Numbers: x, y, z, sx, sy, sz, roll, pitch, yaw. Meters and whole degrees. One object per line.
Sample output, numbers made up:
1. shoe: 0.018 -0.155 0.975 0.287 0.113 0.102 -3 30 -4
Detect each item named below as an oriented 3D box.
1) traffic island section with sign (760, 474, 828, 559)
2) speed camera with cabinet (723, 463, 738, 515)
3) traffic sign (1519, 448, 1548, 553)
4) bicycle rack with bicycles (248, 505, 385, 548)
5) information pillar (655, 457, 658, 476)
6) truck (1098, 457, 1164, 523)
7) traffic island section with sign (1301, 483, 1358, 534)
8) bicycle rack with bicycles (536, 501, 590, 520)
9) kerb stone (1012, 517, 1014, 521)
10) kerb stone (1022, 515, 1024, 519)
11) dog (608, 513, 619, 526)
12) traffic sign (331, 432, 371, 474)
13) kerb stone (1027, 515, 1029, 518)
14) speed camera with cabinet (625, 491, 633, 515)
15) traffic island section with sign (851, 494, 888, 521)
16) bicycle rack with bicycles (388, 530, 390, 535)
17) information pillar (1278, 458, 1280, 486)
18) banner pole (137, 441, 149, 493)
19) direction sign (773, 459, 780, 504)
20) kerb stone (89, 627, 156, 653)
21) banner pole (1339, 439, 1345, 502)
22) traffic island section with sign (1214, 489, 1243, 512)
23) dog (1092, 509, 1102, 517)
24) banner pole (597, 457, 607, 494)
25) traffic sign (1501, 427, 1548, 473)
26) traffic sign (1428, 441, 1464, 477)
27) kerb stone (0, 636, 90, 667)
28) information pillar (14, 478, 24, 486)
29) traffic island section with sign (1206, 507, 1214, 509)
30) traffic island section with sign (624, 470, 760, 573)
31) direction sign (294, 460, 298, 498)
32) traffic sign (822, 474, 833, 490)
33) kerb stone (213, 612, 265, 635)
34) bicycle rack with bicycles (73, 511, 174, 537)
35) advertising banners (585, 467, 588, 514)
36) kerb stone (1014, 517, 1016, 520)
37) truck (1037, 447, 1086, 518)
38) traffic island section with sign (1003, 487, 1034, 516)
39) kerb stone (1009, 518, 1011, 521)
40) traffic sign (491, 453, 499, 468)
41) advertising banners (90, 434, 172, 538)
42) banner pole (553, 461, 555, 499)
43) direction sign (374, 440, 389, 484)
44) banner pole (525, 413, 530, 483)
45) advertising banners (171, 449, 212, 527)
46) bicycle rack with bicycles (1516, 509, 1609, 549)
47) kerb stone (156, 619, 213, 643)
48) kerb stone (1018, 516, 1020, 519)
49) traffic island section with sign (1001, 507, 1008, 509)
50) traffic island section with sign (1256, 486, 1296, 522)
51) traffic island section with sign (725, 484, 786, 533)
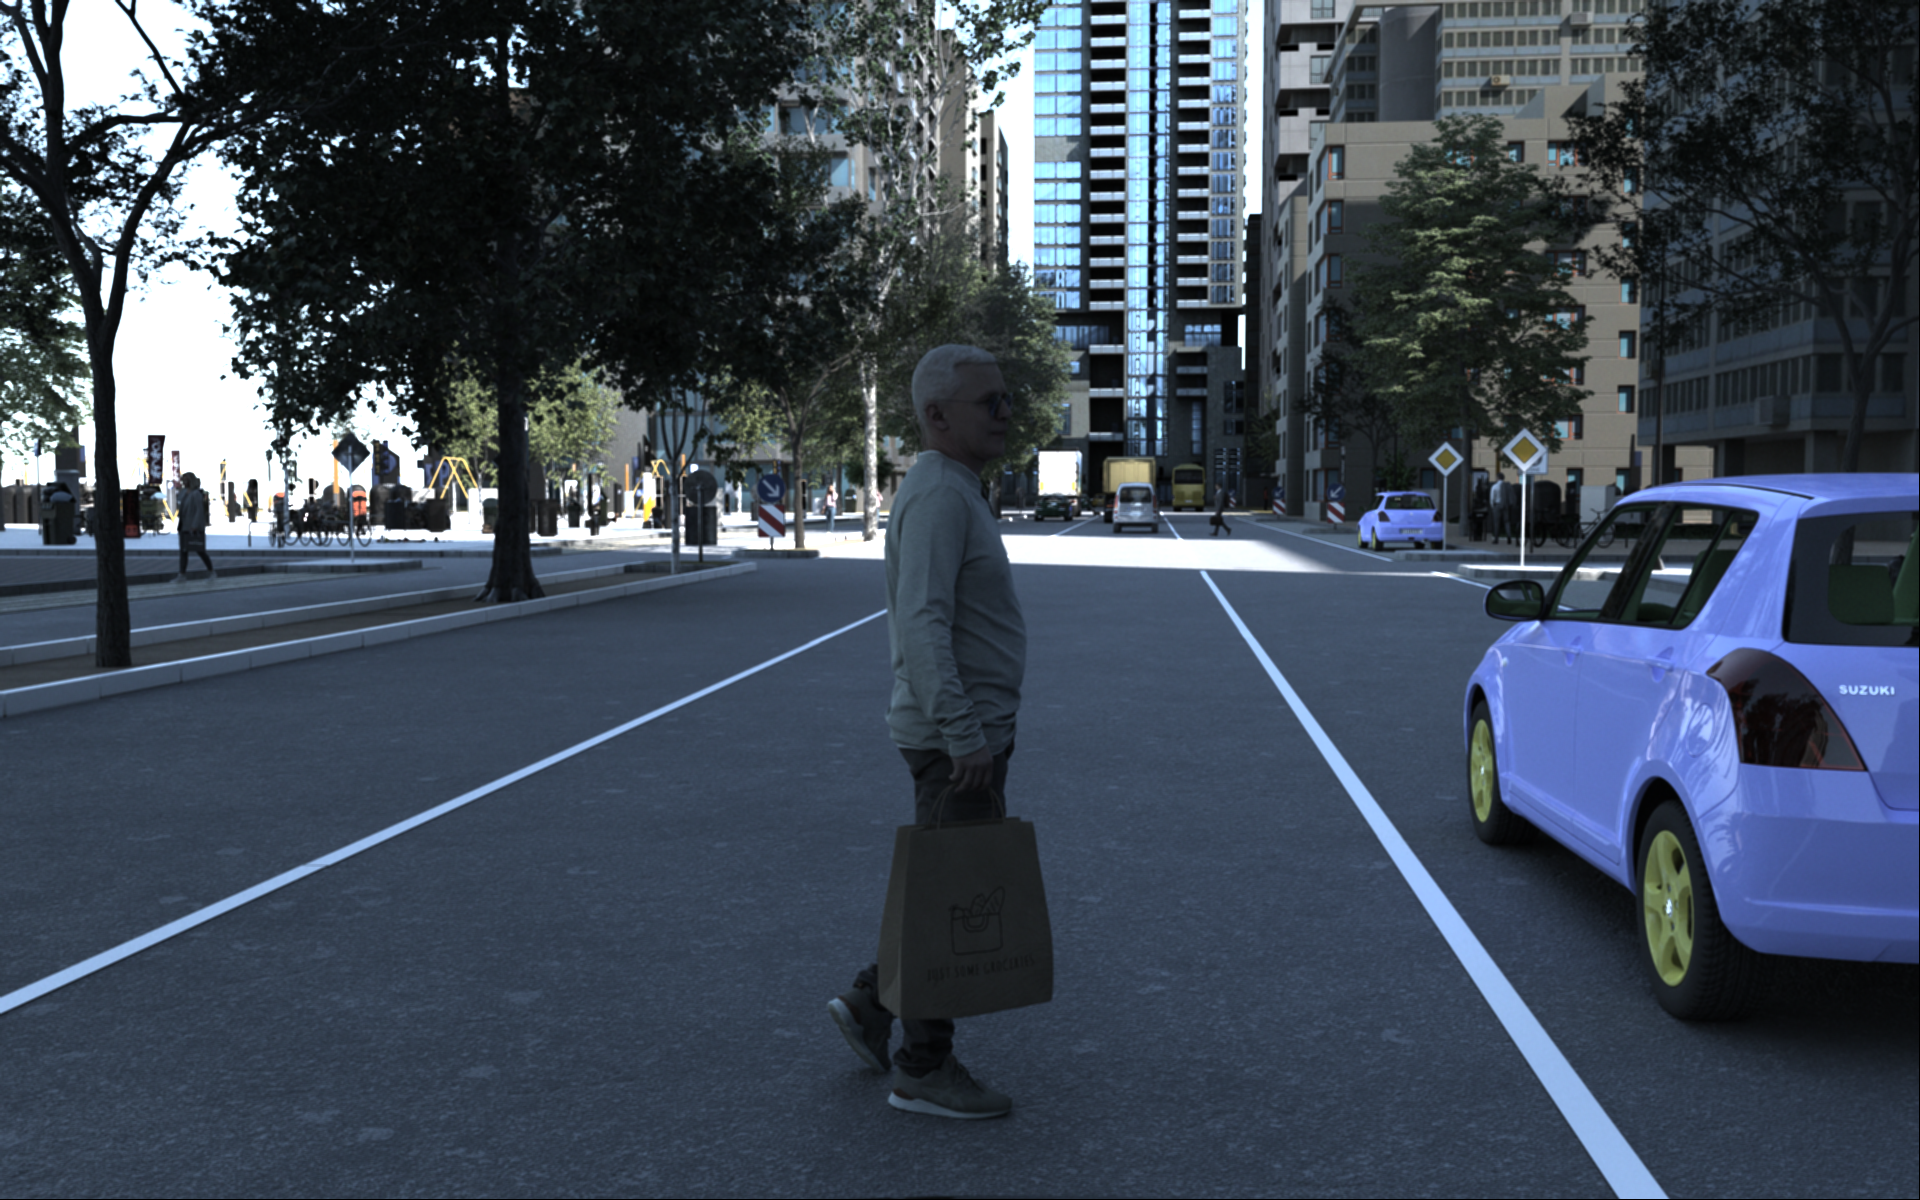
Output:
1. traffic island section with sign: -4.158 -1.916 39.470 2.006 1.907 1.989 0 4 6
2. speed camera with cabinet: -14.314 -6.847 106.288 0.660 3.252 2.038 1 4 18
3. traffic sign: 12.382 -2.161 37.461 0.606 2.300 0.079 1 4 11
4. bicycle rack with bicycles: -16.121 -1.779 42.465 2.852 0.926 2.925 -3 5 -43
5. information pillar: -17.445 -6.576 98.875 0.183 3.616 0.504 3 4 38
6. truck: 8.755 -5.697 89.063 3.469 3.379 9.791 0 4 6
7. traffic island section with sign: 13.403 -3.304 62.654 1.989 1.847 2.006 0 4 6
8. bicycle rack with bicycles: -19.383 -4.390 85.155 2.925 0.926 2.852 0 4 4
9. kerb stone: 2.665 -4.312 92.725 0.120 0.150 1.000 0 4 6
10. kerb stone: 3.430 -4.750 99.854 0.120 0.150 1.000 0 4 6
11. dog: -13.967 -3.224 69.537 0.406 0.507 0.540 0 4 4
12. traffic sign: -11.427 -1.854 32.503 0.795 2.593 0.064 0 4 6
13. kerb stone: 3.874 -4.998 103.919 0.120 0.150 1.000 0 4 6
14. speed camera with cabinet: -19.192 -6.678 103.528 0.660 3.252 2.038 2 4 28
15. traffic island section with sign: -4.657 -5.103 92.067 1.989 1.847 2.006 0 4 6
16. bicycle rack with bicycles: -19.246 -2.512 54.452 2.925 0.926 2.852 3 5 45
17. information pillar: 20.575 -7.335 111.277 0.183 3.616 0.504 -1 4 -14
18. banner pole: -38.825 -5.655 82.481 0.863 3.779 0.401 -1 4 -19
19. direction sign: -11.905 -7.373 112.538 0.379 3.537 0.876 2 4 25
20. kerb stone: -7.782 0.381 15.967 0.120 0.150 1.000 0 4 6
21. banner pole: 16.691 -5.245 75.774 0.401 3.779 0.863 0 4 -7
22. traffic island section with sign: 21.723 -7.996 139.362 1.989 1.847 2.006 0 4 6
23. dog: 8.388 -5.315 106.195 0.540 0.507 0.406 -1 4 -17
24. banner pole: -23.785 -7.670 115.420 0.863 3.779 0.401 0 4 -6
25. traffic sign: 9.840 -1.712 30.182 0.795 2.593 0.064 0 4 6
26. traffic sign: 10.703 -2.198 38.120 0.795 2.593 0.064 0 4 6
27. kerb stone: -7.896 0.446 14.946 0.120 0.150 1.000 0 4 6
28. information pillar: -43.246 -4.598 79.673 0.304 2.012 0.304 0 4 -5
29. traffic island section with sign: 24.663 -9.649 166.385 1.989 1.847 2.006 0 4 6
30. traffic island section with sign: -4.967 -1.466 32.107 2.006 1.907 1.989 0 4 6
31. direction sign: -43.667 -7.455 113.894 0.379 3.537 0.876 -2 4 -34
32. traffic sign: -6.921 -5.389 90.237 0.606 2.300 0.079 1 4 14
33. kerb stone: -7.564 0.256 18.007 0.120 0.150 1.000 0 4 6
34. bicycle rack with bicycles: -25.959 -2.452 53.477 2.925 0.926 2.852 -1 4 -20
35. advertising banners: -23.841 -6.992 110.501 0.090 3.025 2.074 -1 4 -9
36. kerb stone: 2.771 -4.376 93.742 0.120 0.150 1.000 0 4 6
37. truck: 6.372 -7.347 109.040 2.839 4.237 11.283 0 4 6
38. traffic island section with sign: 3.945 -6.485 114.172 2.006 1.907 1.989 0 4 6
39. kerb stone: 2.439 -4.189 90.687 0.120 0.150 1.000 0 4 6
40. traffic sign: -10.565 -2.340 40.442 0.795 2.593 0.064 0 4 6
41. advertising banners: -24.132 -3.309 50.297 2.074 3.025 0.090 -1 4 -16
42. banner pole: -24.138 -6.907 102.938 0.401 3.779 0.863 -1 4 -15
43. direction sign: -24.134 -4.913 72.330 0.876 3.537 0.379 2 4 32
44. banner pole: -11.800 -3.457 46.544 0.401 3.779 0.863 1 4 20
45. advertising banners: -30.112 -4.380 67.801 2.074 3.025 0.090 2 4 24
46. bicycle rack with bicycles: 14.503 -1.731 41.683 2.925 0.926 2.852 -2 4 -28
47. kerb stone: -7.681 0.319 16.984 0.120 0.150 1.000 0 4 6
48. kerb stone: 3.103 -4.560 96.791 0.120 0.150 1.000 0 4 6
49. traffic island section with sign: 3.643 -9.775 168.440 1.989 1.847 2.006 0 4 6
50. traffic island section with sign: 16.326 -4.951 89.582 1.989 1.847 2.006 0 4 6
51. traffic island section with sign: -7.601 -3.444 64.936 1.989 1.847 2.006 0 4 6
